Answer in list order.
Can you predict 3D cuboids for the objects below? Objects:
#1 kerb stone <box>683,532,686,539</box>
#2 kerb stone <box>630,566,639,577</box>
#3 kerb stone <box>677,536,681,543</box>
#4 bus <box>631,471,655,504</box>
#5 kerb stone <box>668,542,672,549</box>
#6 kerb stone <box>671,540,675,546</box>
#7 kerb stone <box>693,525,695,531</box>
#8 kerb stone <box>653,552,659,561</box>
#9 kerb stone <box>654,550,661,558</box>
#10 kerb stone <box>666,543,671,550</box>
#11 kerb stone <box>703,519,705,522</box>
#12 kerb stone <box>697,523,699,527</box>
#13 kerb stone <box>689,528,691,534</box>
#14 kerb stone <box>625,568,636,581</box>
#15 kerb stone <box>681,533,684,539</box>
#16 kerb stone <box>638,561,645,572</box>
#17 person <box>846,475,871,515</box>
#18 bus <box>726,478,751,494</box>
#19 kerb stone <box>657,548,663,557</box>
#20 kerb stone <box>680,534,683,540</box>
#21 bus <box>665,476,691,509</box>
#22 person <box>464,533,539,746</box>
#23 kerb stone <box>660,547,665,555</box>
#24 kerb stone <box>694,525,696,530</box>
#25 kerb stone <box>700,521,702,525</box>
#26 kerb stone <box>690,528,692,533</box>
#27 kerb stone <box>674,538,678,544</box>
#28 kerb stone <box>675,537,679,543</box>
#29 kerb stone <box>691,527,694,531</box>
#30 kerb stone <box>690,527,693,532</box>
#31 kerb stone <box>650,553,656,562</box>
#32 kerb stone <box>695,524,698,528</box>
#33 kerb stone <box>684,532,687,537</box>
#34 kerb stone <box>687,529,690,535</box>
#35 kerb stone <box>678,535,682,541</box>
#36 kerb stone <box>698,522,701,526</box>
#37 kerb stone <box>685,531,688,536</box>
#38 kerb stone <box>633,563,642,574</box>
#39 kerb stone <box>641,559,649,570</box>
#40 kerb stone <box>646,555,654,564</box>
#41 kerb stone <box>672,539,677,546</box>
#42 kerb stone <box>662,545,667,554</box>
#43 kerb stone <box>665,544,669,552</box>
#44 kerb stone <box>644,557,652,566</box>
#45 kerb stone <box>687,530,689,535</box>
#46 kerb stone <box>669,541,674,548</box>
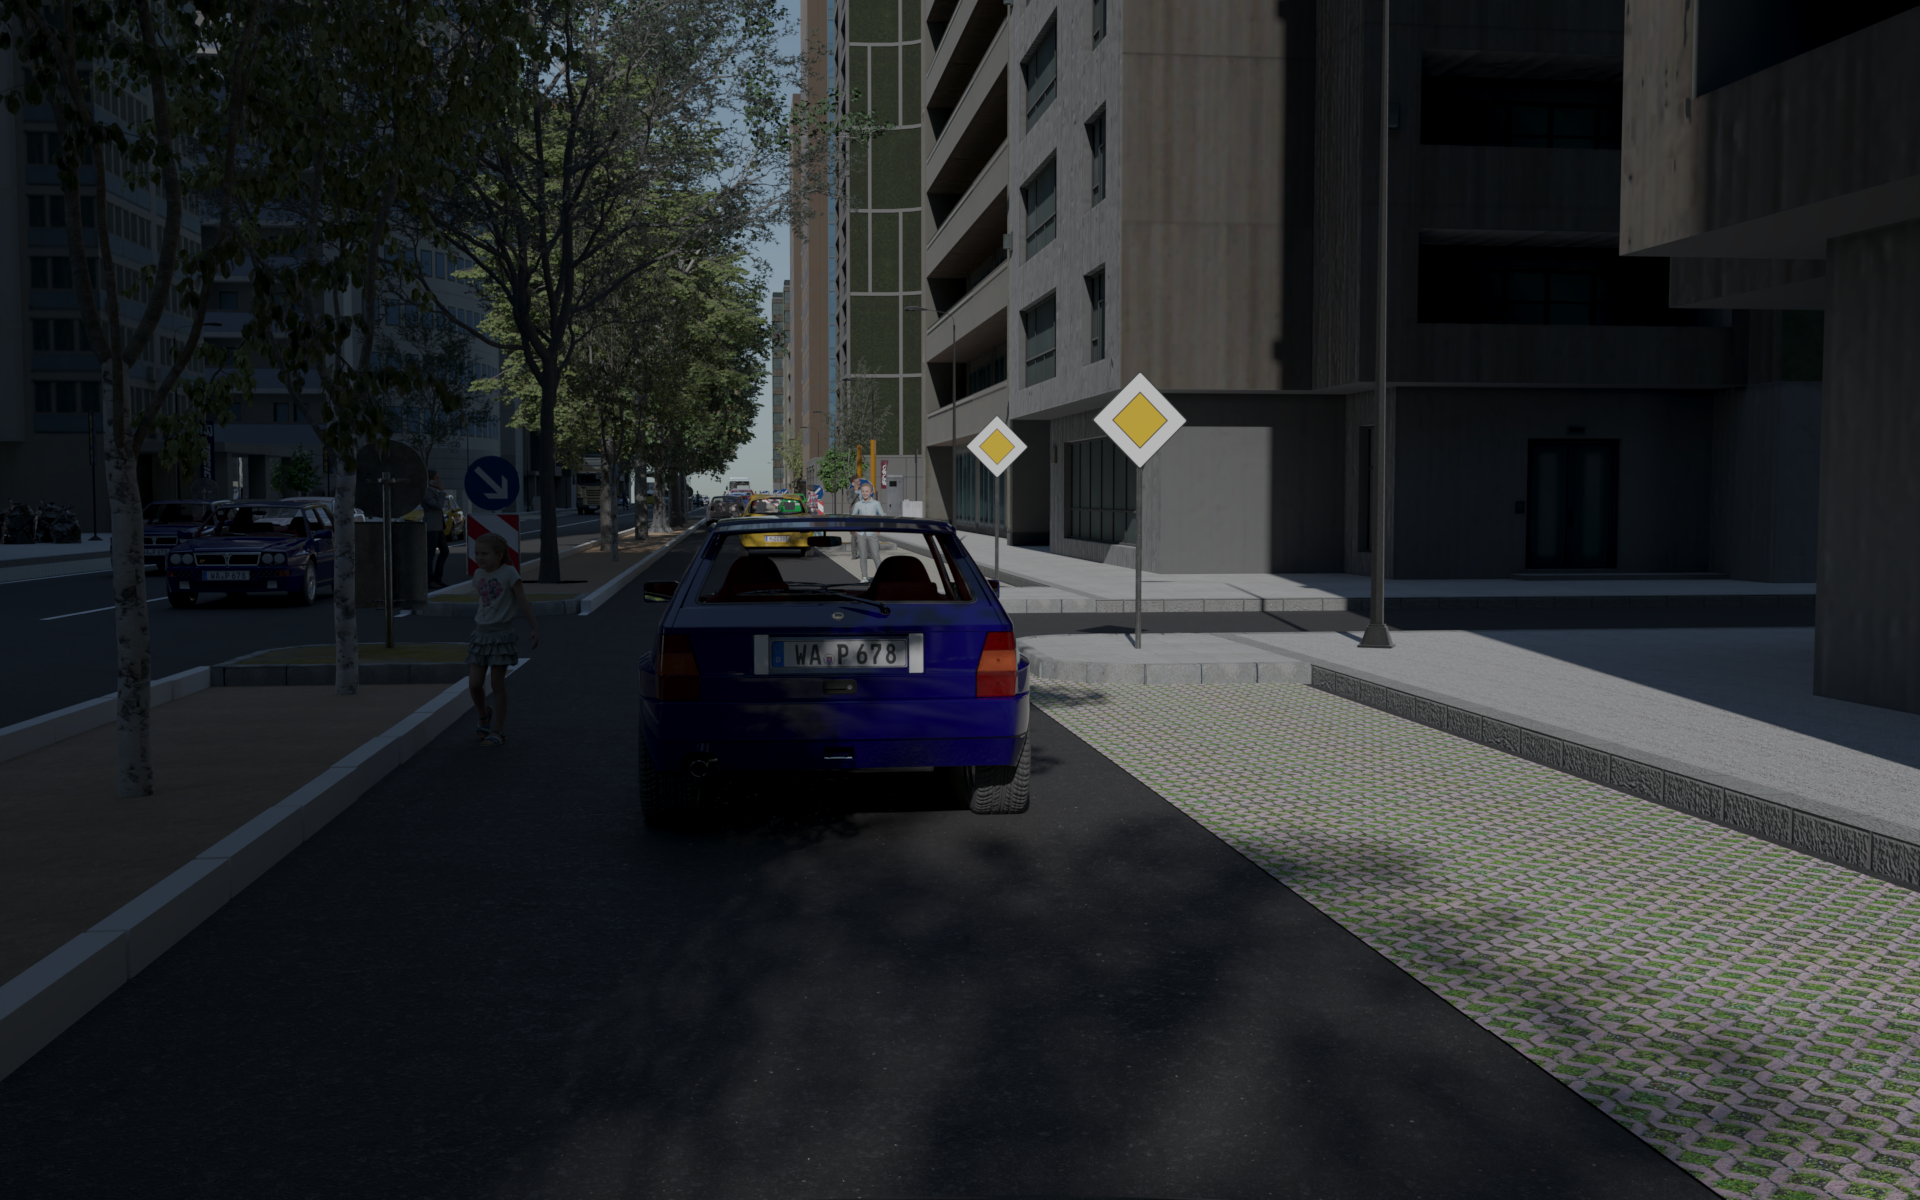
[{"bbox_3d":[-8.700,-1.940,53.917,0.120,0.150,1.000,0,4,-7],"label":"kerb stone"},{"bbox_3d":[-5.612,-0.448,29.527,0.120,0.150,1.000,0,4,-7],"label":"kerb stone"},{"bbox_3d":[-8.190,-1.692,49.856,0.120,0.150,1.000,0,4,-7],"label":"kerb stone"},{"bbox_3d":[-33.830,-12.048,188.526,2.896,3.916,12.252,0,4,-6],"label":"bus"},{"bbox_3d":[-7.410,-1.318,43.752,0.120,0.150,1.000,0,4,-7],"label":"kerb stone"},{"bbox_3d":[-7.672,-1.443,45.789,0.120,0.150,1.000,0,4,-7],"label":"kerb stone"},{"bbox_3d":[-10.117,-2.624,65.116,0.120,0.150,1.000,0,4,-7],"label":"kerb stone"},{"bbox_3d":[-6.515,-0.877,36.633,0.120,0.150,1.000,0,4,-7],"label":"kerb stone"},{"bbox_3d":[-6.632,-0.945,37.654,0.120,0.150,1.000,0,4,-7],"label":"kerb stone"},{"bbox_3d":[-7.285,-1.252,42.738,0.120,0.150,1.000,0,4,-7],"label":"kerb stone"},{"bbox_3d":[-12.183,-3.620,81.374,0.120,0.150,1.000,0,4,-7],"label":"kerb stone"},{"bbox_3d":[-10.769,-2.936,70.206,0.120,0.150,1.000,0,4,-7],"label":"kerb stone"},{"bbox_3d":[-9.471,-2.314,60.036,0.120,0.150,1.000,0,4,-7],"label":"kerb stone"},{"bbox_3d":[-5.473,-0.386,28.511,0.120,0.150,1.000,0,4,-7],"label":"kerb stone"},{"bbox_3d":[-8.572,-1.878,52.903,0.120,0.150,1.000,0,4,-7],"label":"kerb stone"},{"bbox_3d":[-5.866,-0.573,31.557,0.120,0.150,1.000,0,4,-7],"label":"kerb stone"},{"bbox_3d":[-2.145,-1.799,37.720,0.655,1.846,0.447,-2,4,-24],"label":"person"},{"bbox_3d":[-25.611,-12.582,200.572,2.948,3.499,13.247,0,4,-8],"label":"bus"},{"bbox_3d":[-6.771,-1.006,38.667,0.120,0.150,1.000,0,4,-7],"label":"kerb stone"},{"bbox_3d":[-8.439,-1.814,51.890,0.120,0.150,1.000,0,4,-7],"label":"kerb stone"},{"bbox_3d":[-27.063,-10.384,164.642,2.948,3.499,13.247,0,4,-7],"label":"bus"},{"bbox_3d":[-2.615,0.217,9.962,0.505,1.210,0.382,1,4,18],"label":"person"},{"bbox_3d":[-6.891,-1.069,39.682,0.120,0.150,1.000,0,4,-7],"label":"kerb stone"},{"bbox_3d":[-10.248,-2.687,66.133,0.120,0.150,1.000,0,4,-7],"label":"kerb stone"},{"bbox_3d":[-11.407,-3.246,75.278,0.120,0.150,1.000,0,4,-7],"label":"kerb stone"},{"bbox_3d":[-9.603,-2.375,61.049,0.120,0.150,1.000,0,4,-7],"label":"kerb stone"},{"bbox_3d":[-7.928,-1.567,47.824,0.120,0.150,1.000,0,4,-7],"label":"kerb stone"},{"bbox_3d":[-8.063,-1.627,48.842,0.120,0.150,1.000,0,4,-7],"label":"kerb stone"},{"bbox_3d":[-9.864,-2.501,63.081,0.120,0.150,1.000,0,4,-7],"label":"kerb stone"},{"bbox_3d":[-9.737,-2.437,62.067,0.120,0.150,1.000,0,4,-7],"label":"kerb stone"},{"bbox_3d":[-6.387,-0.821,35.618,0.120,0.150,1.000,0,4,-7],"label":"kerb stone"},{"bbox_3d":[-10.502,-2.811,68.172,0.120,0.150,1.000,0,4,-7],"label":"kerb stone"},{"bbox_3d":[-8.832,-2.003,54.945,0.120,0.150,1.000,0,4,-7],"label":"kerb stone"},{"bbox_3d":[-9.346,-2.247,59.021,0.120,0.150,1.000,0,4,-7],"label":"kerb stone"},{"bbox_3d":[-8.313,-1.750,50.872,0.120,0.150,1.000,0,4,-7],"label":"kerb stone"},{"bbox_3d":[-11.151,-3.119,73.250,0.120,0.150,1.000,0,4,-7],"label":"kerb stone"},{"bbox_3d":[-8.955,-2.066,55.967,0.120,0.150,1.000,0,4,-7],"label":"kerb stone"},{"bbox_3d":[-5.735,-0.511,30.543,0.120,0.150,1.000,0,4,-7],"label":"kerb stone"},{"bbox_3d":[-5.992,-0.629,32.571,0.120,0.150,1.000,0,4,-7],"label":"kerb stone"},{"bbox_3d":[-6.251,-0.759,34.599,0.120,0.150,1.000,0,4,-7],"label":"kerb stone"},{"bbox_3d":[-7.798,-1.504,46.803,0.120,0.150,1.000,0,4,-7],"label":"kerb stone"},{"bbox_3d":[-7.021,-1.132,40.696,0.120,0.150,1.000,0,4,-7],"label":"kerb stone"},{"bbox_3d":[-7.154,-1.194,41.721,0.120,0.150,1.000,0,4,-7],"label":"kerb stone"},{"bbox_3d":[-6.116,-0.697,33.586,0.120,0.150,1.000,0,4,-7],"label":"kerb stone"},{"bbox_3d":[-9.220,-2.190,58.003,0.120,0.150,1.000,0,4,-7],"label":"kerb stone"},{"bbox_3d":[-7.538,-1.381,44.769,0.120,0.150,1.000,0,4,-7],"label":"kerb stone"}]
